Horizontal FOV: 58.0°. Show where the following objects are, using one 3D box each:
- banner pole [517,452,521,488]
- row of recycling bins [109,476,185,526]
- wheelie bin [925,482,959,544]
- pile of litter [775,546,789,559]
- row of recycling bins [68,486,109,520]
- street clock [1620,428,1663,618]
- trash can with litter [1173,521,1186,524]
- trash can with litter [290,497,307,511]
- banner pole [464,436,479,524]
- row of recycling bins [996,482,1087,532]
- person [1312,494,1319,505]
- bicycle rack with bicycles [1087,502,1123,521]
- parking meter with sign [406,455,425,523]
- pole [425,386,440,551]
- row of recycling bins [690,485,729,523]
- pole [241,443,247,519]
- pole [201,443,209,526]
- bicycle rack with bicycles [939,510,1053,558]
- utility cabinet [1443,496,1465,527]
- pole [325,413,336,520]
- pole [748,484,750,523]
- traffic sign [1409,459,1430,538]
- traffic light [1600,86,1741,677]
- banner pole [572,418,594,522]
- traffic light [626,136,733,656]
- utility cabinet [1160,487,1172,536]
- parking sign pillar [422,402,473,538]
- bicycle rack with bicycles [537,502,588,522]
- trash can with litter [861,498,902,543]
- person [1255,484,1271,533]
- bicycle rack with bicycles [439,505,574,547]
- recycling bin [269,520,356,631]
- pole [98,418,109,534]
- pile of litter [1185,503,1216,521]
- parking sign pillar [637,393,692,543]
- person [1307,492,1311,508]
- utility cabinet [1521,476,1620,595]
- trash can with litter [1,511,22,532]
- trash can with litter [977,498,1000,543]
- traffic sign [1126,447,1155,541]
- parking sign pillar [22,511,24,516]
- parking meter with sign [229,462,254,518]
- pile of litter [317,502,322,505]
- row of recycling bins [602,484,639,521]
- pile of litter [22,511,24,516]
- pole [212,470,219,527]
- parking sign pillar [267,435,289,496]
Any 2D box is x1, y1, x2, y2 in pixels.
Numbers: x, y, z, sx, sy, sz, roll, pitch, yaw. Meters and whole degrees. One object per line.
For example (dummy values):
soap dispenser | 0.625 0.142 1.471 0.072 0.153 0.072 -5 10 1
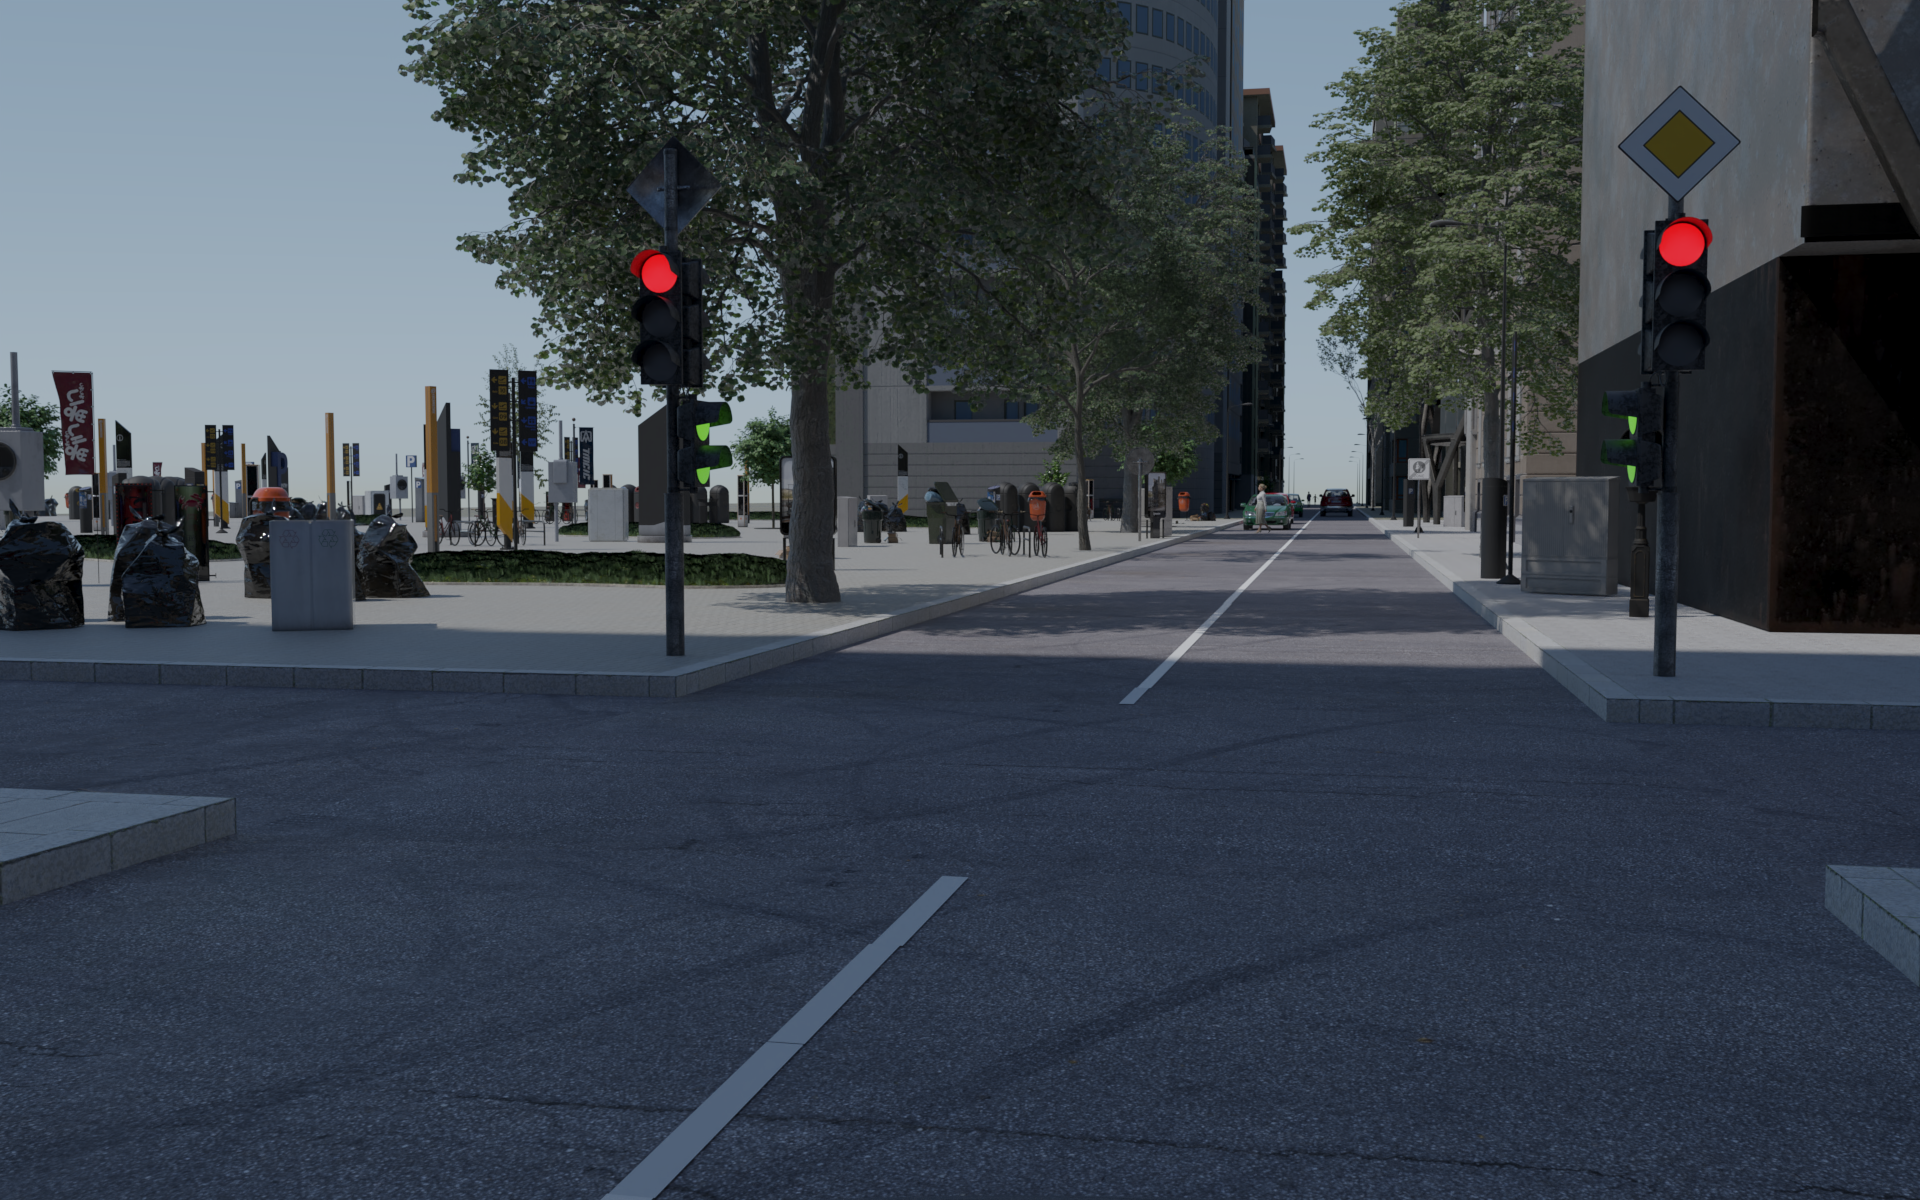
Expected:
banner pole | -23.027 -6.199 91.365 0.401 3.779 0.863 3 5 41
row of recycling bins | -18.420 -2.008 39.948 1.069 1.692 3.534 -1 4 -9
wheelie bin | -0.499 -2.238 44.499 0.693 1.594 0.980 2 4 32
pile of litter | -3.135 -1.247 34.349 1.176 0.858 1.719 1 4 20
row of recycling bins | -43.047 -4.906 87.334 3.534 1.692 1.069 -1 4 -12
street clock | 7.095 -0.824 18.037 0.471 2.002 0.358 2 4 25
trash can with litter | 8.692 -3.855 74.091 2.233 1.210 1.678 -1 4 -14
trash can with litter | -22.985 -2.996 60.376 0.624 1.170 1.055 0 4 -3
banner pole | -20.934 -5.160 74.386 0.863 3.779 0.401 2 4 27
row of recycling bins | 2.733 -3.160 58.771 3.534 1.692 1.069 -2 4 -27
person | 45.991 -12.990 224.149 0.557 1.426 1.065 -3 4 -36
bicycle rack with bicycles | 6.824 -4.242 82.745 2.852 0.926 2.925 0 4 3
parking meter with sign | -24.312 -5.031 78.519 0.543 3.016 1.738 1 4 21
pole | -9.988 -2.381 32.778 0.158 3.312 0.155 0 3 0
row of recycling bins | -11.892 -4.212 75.986 3.534 1.692 1.069 -1 4 -16
pole | -28.782 -4.635 69.620 0.158 3.312 0.155 0 3 0
pole | -29.987 -4.584 68.787 0.158 3.312 0.155 0 3 0
bicycle rack with bicycles | 0.628 -1.378 35.916 2.852 0.926 2.925 0 4 0
utility cabinet | 19.346 -3.457 67.678 0.306 1.237 1.020 -2 4 -26
pole | -15.773 -3.032 43.417 0.158 3.312 0.155 0 3 0
pole | -9.286 -4.994 75.502 0.158 3.312 0.155 0 3 0
traffic sign | 13.300 -2.941 50.212 0.606 2.300 0.079 1 4 18
traffic light | 4.950 -1.418 12.104 0.839 4.253 0.868 1 4 12
banner pole | -12.419 -4.088 56.862 0.863 3.779 0.401 -1 4 -17
traffic light | -2.246 -1.512 13.650 0.839 4.253 0.868 1 4 12
utility cabinet | 6.098 -2.658 52.132 0.318 1.500 1.173 1 4 20
parking sign pillar | -15.309 -3.861 51.600 1.447 3.967 1.447 -3 4 -36
bicycle rack with bicycles | -17.259 -3.736 74.460 2.852 0.926 2.925 -3 4 -37
trash can with litter | -2.053 -2.072 45.265 1.055 1.170 0.624 -1 4 -9
person | 11.098 -3.345 63.411 0.641 1.798 0.478 0 4 5
bicycle rack with bicycles | -11.590 -1.818 43.110 2.852 0.926 2.925 -2 4 -34
recycling bin | -6.186 -0.246 16.576 0.722 1.027 0.722 -1 4 -17
pole | -23.128 -3.237 46.770 0.158 3.312 0.155 0 3 0
pile of litter | 11.454 -4.185 82.386 1.719 0.858 1.176 -1 4 -14
parking sign pillar | -7.849 -3.514 45.934 1.447 3.967 1.447 1 4 12
person | 37.176 -10.708 184.499 0.541 1.710 0.530 0 4 -6
utility cabinet | 7.766 -0.820 22.082 0.318 1.500 1.173 -3 5 -42
trash can with litter | -30.942 -2.734 56.082 1.055 1.170 0.624 -2 4 -28
trash can with litter | 0.869 -2.131 46.223 0.624 1.170 1.055 -2 4 -25
traffic sign | 4.881 -2.867 46.974 0.768 2.556 0.104 1 4 16
parking sign pillar | -44.058 -5.646 80.781 1.447 3.967 1.447 3 4 38
parking meter with sign | -38.414 -5.890 92.570 0.543 3.016 1.738 1 4 9
pile of litter | -34.880 -4.907 94.194 1.719 0.858 1.176 2 4 33
row of recycling bins | -13.409 -3.943 71.579 3.534 1.692 1.069 2 4 29
pile of litter | -40.123 -3.635 73.397 1.719 0.858 1.176 -3 5 -42
pole | -29.217 -4.532 67.947 0.158 3.312 0.155 0 3 0
parking sign pillar | -31.562 -5.610 80.194 1.447 3.967 1.447 0 4 2
